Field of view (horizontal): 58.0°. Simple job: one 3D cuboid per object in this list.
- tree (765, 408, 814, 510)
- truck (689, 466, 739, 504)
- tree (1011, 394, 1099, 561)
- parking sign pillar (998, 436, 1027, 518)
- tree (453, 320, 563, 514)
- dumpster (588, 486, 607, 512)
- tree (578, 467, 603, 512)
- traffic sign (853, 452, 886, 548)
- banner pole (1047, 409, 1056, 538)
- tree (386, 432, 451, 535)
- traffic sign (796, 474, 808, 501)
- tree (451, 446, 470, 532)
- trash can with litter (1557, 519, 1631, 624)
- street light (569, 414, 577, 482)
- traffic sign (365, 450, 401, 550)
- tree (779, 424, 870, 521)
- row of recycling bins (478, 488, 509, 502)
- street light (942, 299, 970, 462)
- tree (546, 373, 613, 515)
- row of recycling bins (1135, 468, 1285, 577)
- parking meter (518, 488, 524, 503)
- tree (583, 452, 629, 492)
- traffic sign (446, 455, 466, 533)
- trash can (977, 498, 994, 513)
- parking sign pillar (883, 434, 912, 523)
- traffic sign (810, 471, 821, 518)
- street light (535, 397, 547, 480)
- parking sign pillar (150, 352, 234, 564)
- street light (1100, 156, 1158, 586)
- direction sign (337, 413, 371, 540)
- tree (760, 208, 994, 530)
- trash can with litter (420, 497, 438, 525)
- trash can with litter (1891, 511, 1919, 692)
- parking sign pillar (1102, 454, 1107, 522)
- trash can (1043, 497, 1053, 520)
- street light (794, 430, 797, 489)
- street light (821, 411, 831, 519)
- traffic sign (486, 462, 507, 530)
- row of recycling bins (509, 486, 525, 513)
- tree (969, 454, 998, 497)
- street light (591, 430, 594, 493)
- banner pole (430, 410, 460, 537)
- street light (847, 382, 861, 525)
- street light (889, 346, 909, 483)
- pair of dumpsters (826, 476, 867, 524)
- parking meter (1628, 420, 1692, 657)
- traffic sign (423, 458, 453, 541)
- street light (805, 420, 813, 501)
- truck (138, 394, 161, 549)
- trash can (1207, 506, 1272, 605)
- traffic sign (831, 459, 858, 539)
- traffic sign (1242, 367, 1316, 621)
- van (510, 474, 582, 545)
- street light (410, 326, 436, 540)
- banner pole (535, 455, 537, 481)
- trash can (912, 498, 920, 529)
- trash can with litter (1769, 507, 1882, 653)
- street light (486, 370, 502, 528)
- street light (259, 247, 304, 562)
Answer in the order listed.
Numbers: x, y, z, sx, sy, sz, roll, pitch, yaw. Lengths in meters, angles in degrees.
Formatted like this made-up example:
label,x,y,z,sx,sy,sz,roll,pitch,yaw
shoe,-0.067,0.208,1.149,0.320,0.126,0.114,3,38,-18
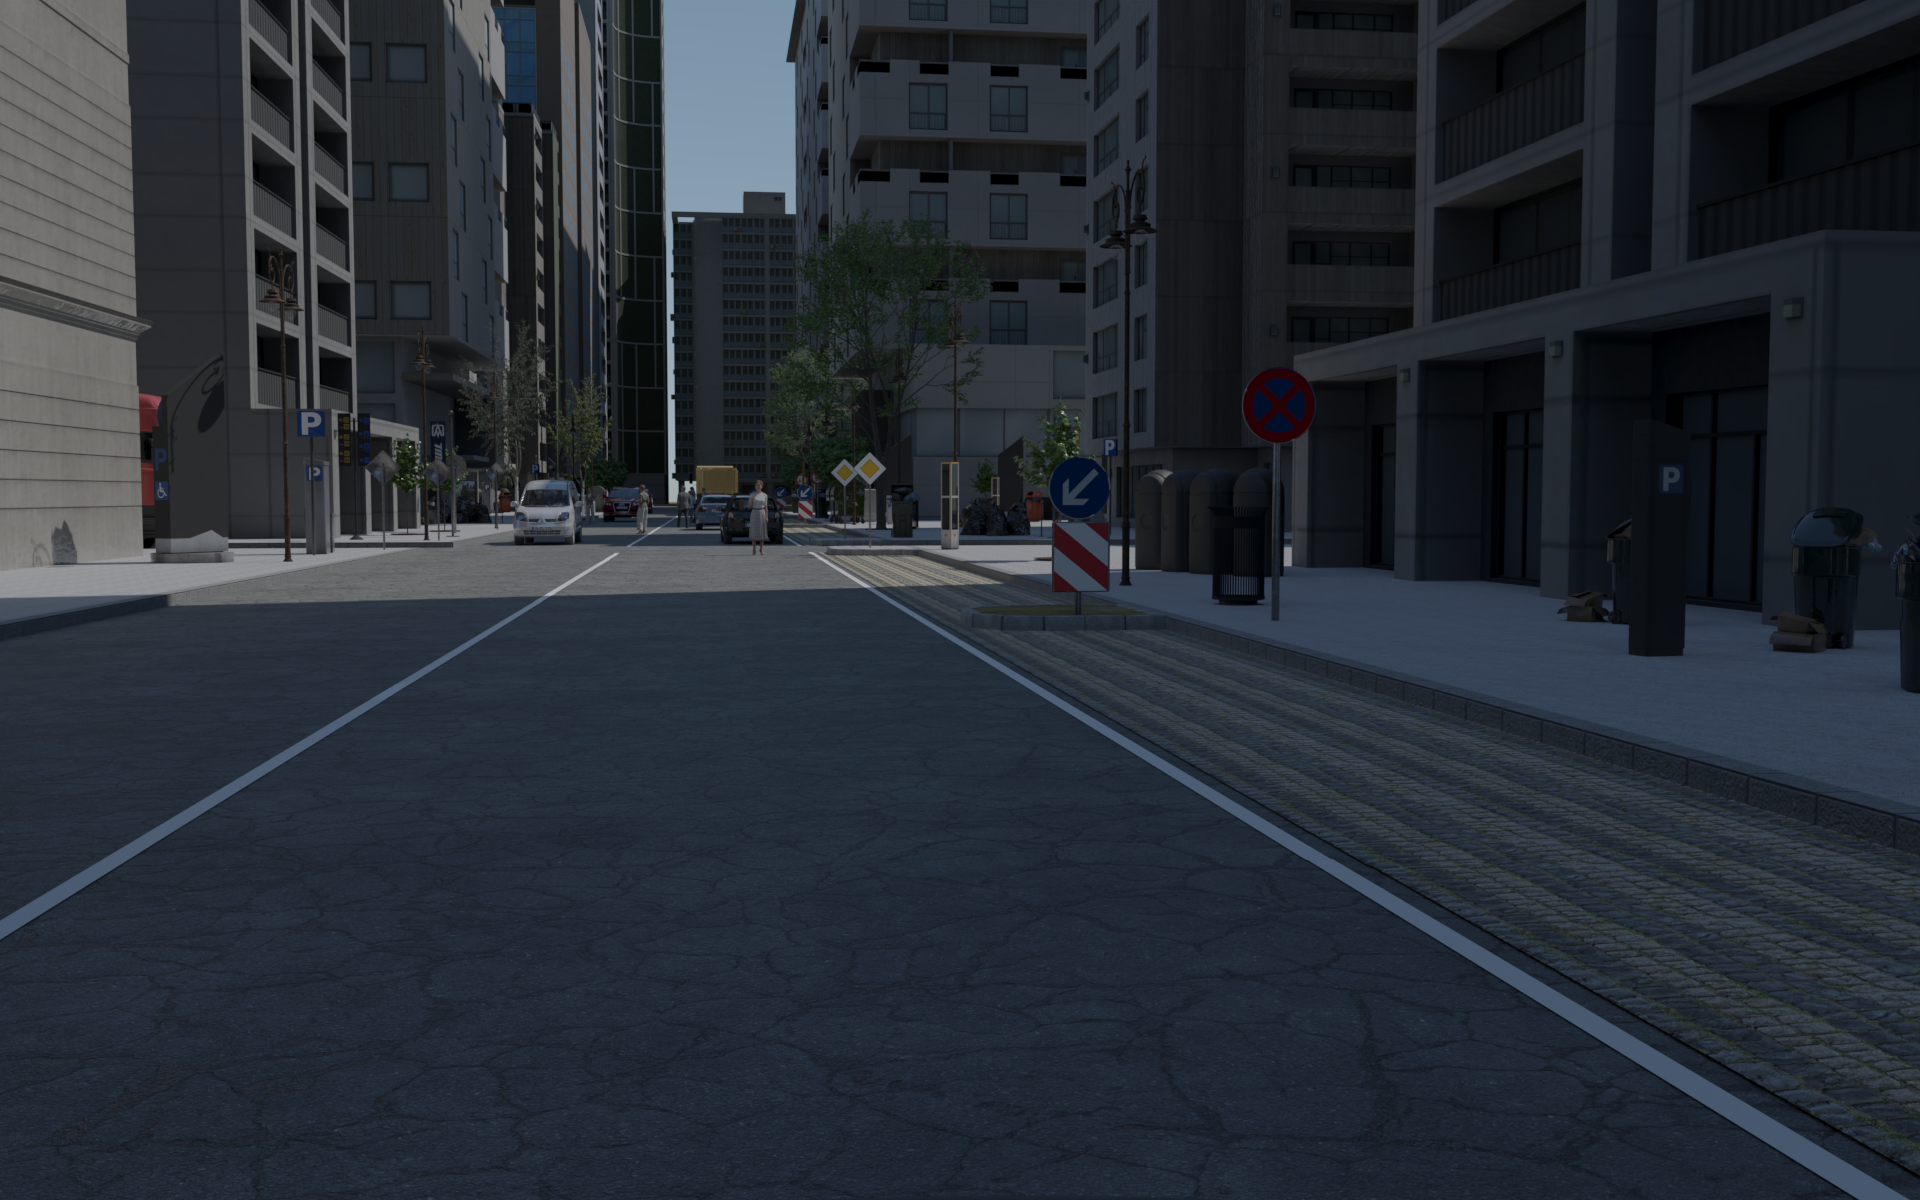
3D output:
label,x,y,z,sx,sy,sz,roll,pitch,yaw
tree,-13.535,-11.546,139.138,4.737,8.622,4.395,0,3,0
truck,-16.659,-7.479,118.199,3.469,3.379,9.791,-1,4,-10
tree,2.036,-2.377,33.468,1.663,3.219,1.824,0,3,0
parking sign pillar,2.437,-5.631,80.531,1.447,3.967,1.447,2,4,26
tree,-18.826,-7.464,72.401,4.360,8.622,3.978,0,3,0
dumpster,-25.234,-7.006,120.300,1.264,1.857,1.865,0,4,-8
tree,-26.590,-7.915,124.004,1.663,3.219,1.824,0,3,0
traffic sign,-2.152,-2.304,41.318,0.795,2.450,0.064,0,4,-8
banner pole,2.865,-3.672,50.051,0.401,3.779,0.863,-2,4,-34
tree,-17.156,-3.641,54.128,1.663,3.219,1.824,0,3,0
traffic sign,-9.998,-6.686,109.429,0.768,2.556,0.104,0,4,-5
tree,-17.437,-3.934,58.918,1.663,3.219,1.824,0,3,0
trash can with litter,6.485,-0.357,17.217,1.055,1.170,0.624,3,5,41
street light,-21.964,-7.683,98.406,0.468,5.910,1.993,0,4,-8
traffic sign,-13.239,-2.210,39.772,0.795,2.450,0.064,0,4,-8
tree,-5.635,-5.993,81.695,4.285,4.588,4.351,0,3,0
row of recycling bins,-32.958,-6.906,120.022,3.534,1.692,1.069,0,4,-2
street light,-0.109,-4.184,41.203,0.468,5.910,1.993,0,4,-8
tree,-23.155,-9.511,105.874,4.737,8.622,4.395,0,3,0
row of recycling bins,4.012,-1.293,28.257,1.069,1.692,3.534,-2,4,-28
parking meter,-18.764,-4.022,74.173,0.372,1.533,0.369,0,3,0
tree,-29.240,-9.846,144.698,4.285,4.588,4.351,0,3,0
traffic sign,-16.505,-3.453,56.560,0.768,2.556,0.104,0,4,-4
trash can,1.056,-3.669,71.646,0.748,1.137,0.748,0,3,0
parking sign pillar,-2.827,-5.434,77.316,1.447,3.967,1.447,-1,4,-18
traffic sign,-7.515,-5.593,91.559,0.768,2.556,0.104,0,4,-3
street light,-19.586,-6.627,81.144,0.468,5.910,1.993,0,4,-8
parking sign pillar,-14.454,-2.693,32.511,1.447,3.967,1.447,2,4,26
street light,2.324,-3.140,24.122,0.468,5.910,1.993,0,4,-8
direction sign,-16.949,-3.458,48.535,0.876,3.537,0.379,-1,4,-8
tree,-2.734,-8.327,61.902,9.928,11.665,9.643,0,3,0
trash can with litter,-22.422,-3.748,72.674,1.055,1.170,0.624,1,4,11
trash can with litter,6.586,0.016,11.132,1.055,1.170,0.624,2,4,25
parking sign pillar,6.575,-5.129,72.334,1.447,3.967,1.447,2,4,35
trash can,4.362,-4.459,84.565,0.748,1.137,0.748,0,3,0
street light,-11.685,-9.185,122.961,0.468,5.910,1.993,0,4,-8
street light,-6.829,-7.081,88.562,0.468,5.910,1.993,0,4,-8
traffic sign,-16.683,-3.742,62.370,0.795,2.450,0.064,0,4,-3
row of recycling bins,-21.770,-5.061,89.860,3.534,1.692,1.069,3,5,40
tree,1.155,-5.474,84.104,1.663,3.219,1.824,0,3,0
street light,-24.475,-8.711,115.205,0.468,5.910,1.993,0,4,-8
banner pole,-15.477,-3.789,51.961,0.863,3.779,0.401,0,4,1
street light,-4.392,-6.049,71.685,0.468,5.910,1.993,0,4,-8
street light,-1.903,-4.980,54.204,0.468,5.910,1.993,0,4,-8
pair of dumpsters,-4.982,-4.515,76.318,1.574,2.255,4.437,-1,4,-8
parking meter,5.560,-0.492,13.753,0.399,1.863,0.255,-1,4,-16
traffic sign,-14.360,-2.693,47.678,0.795,2.450,0.064,0,4,-8
street light,-9.197,-8.130,105.705,0.468,5.910,1.993,0,4,-8
truck,-23.587,-3.200,41.232,11.283,4.237,2.839,-1,4,-8
trash can,3.239,-0.519,20.132,0.748,1.137,0.748,0,3,0
traffic sign,-3.274,-2.788,49.224,0.795,2.450,0.064,0,4,-8
traffic sign,3.197,-1.063,17.485,0.768,2.556,0.104,0,4,-7
van,-11.889,-2.632,50.051,2.013,2.044,4.112,0,4,-8
street light,-14.775,-4.587,47.793,0.468,5.910,1.993,0,4,-8
banner pole,-27.311,-7.445,111.736,0.401,3.779,0.863,-1,4,-18
trash can,-1.816,-3.161,63.338,0.748,1.137,0.748,0,3,0
trash can with litter,7.116,-0.177,14.282,0.624,1.170,1.055,3,5,43
street light,-17.320,-5.612,64.548,0.468,5.910,1.993,0,4,-8
street light,-12.734,-3.661,32.641,0.468,5.910,1.993,0,4,-8
